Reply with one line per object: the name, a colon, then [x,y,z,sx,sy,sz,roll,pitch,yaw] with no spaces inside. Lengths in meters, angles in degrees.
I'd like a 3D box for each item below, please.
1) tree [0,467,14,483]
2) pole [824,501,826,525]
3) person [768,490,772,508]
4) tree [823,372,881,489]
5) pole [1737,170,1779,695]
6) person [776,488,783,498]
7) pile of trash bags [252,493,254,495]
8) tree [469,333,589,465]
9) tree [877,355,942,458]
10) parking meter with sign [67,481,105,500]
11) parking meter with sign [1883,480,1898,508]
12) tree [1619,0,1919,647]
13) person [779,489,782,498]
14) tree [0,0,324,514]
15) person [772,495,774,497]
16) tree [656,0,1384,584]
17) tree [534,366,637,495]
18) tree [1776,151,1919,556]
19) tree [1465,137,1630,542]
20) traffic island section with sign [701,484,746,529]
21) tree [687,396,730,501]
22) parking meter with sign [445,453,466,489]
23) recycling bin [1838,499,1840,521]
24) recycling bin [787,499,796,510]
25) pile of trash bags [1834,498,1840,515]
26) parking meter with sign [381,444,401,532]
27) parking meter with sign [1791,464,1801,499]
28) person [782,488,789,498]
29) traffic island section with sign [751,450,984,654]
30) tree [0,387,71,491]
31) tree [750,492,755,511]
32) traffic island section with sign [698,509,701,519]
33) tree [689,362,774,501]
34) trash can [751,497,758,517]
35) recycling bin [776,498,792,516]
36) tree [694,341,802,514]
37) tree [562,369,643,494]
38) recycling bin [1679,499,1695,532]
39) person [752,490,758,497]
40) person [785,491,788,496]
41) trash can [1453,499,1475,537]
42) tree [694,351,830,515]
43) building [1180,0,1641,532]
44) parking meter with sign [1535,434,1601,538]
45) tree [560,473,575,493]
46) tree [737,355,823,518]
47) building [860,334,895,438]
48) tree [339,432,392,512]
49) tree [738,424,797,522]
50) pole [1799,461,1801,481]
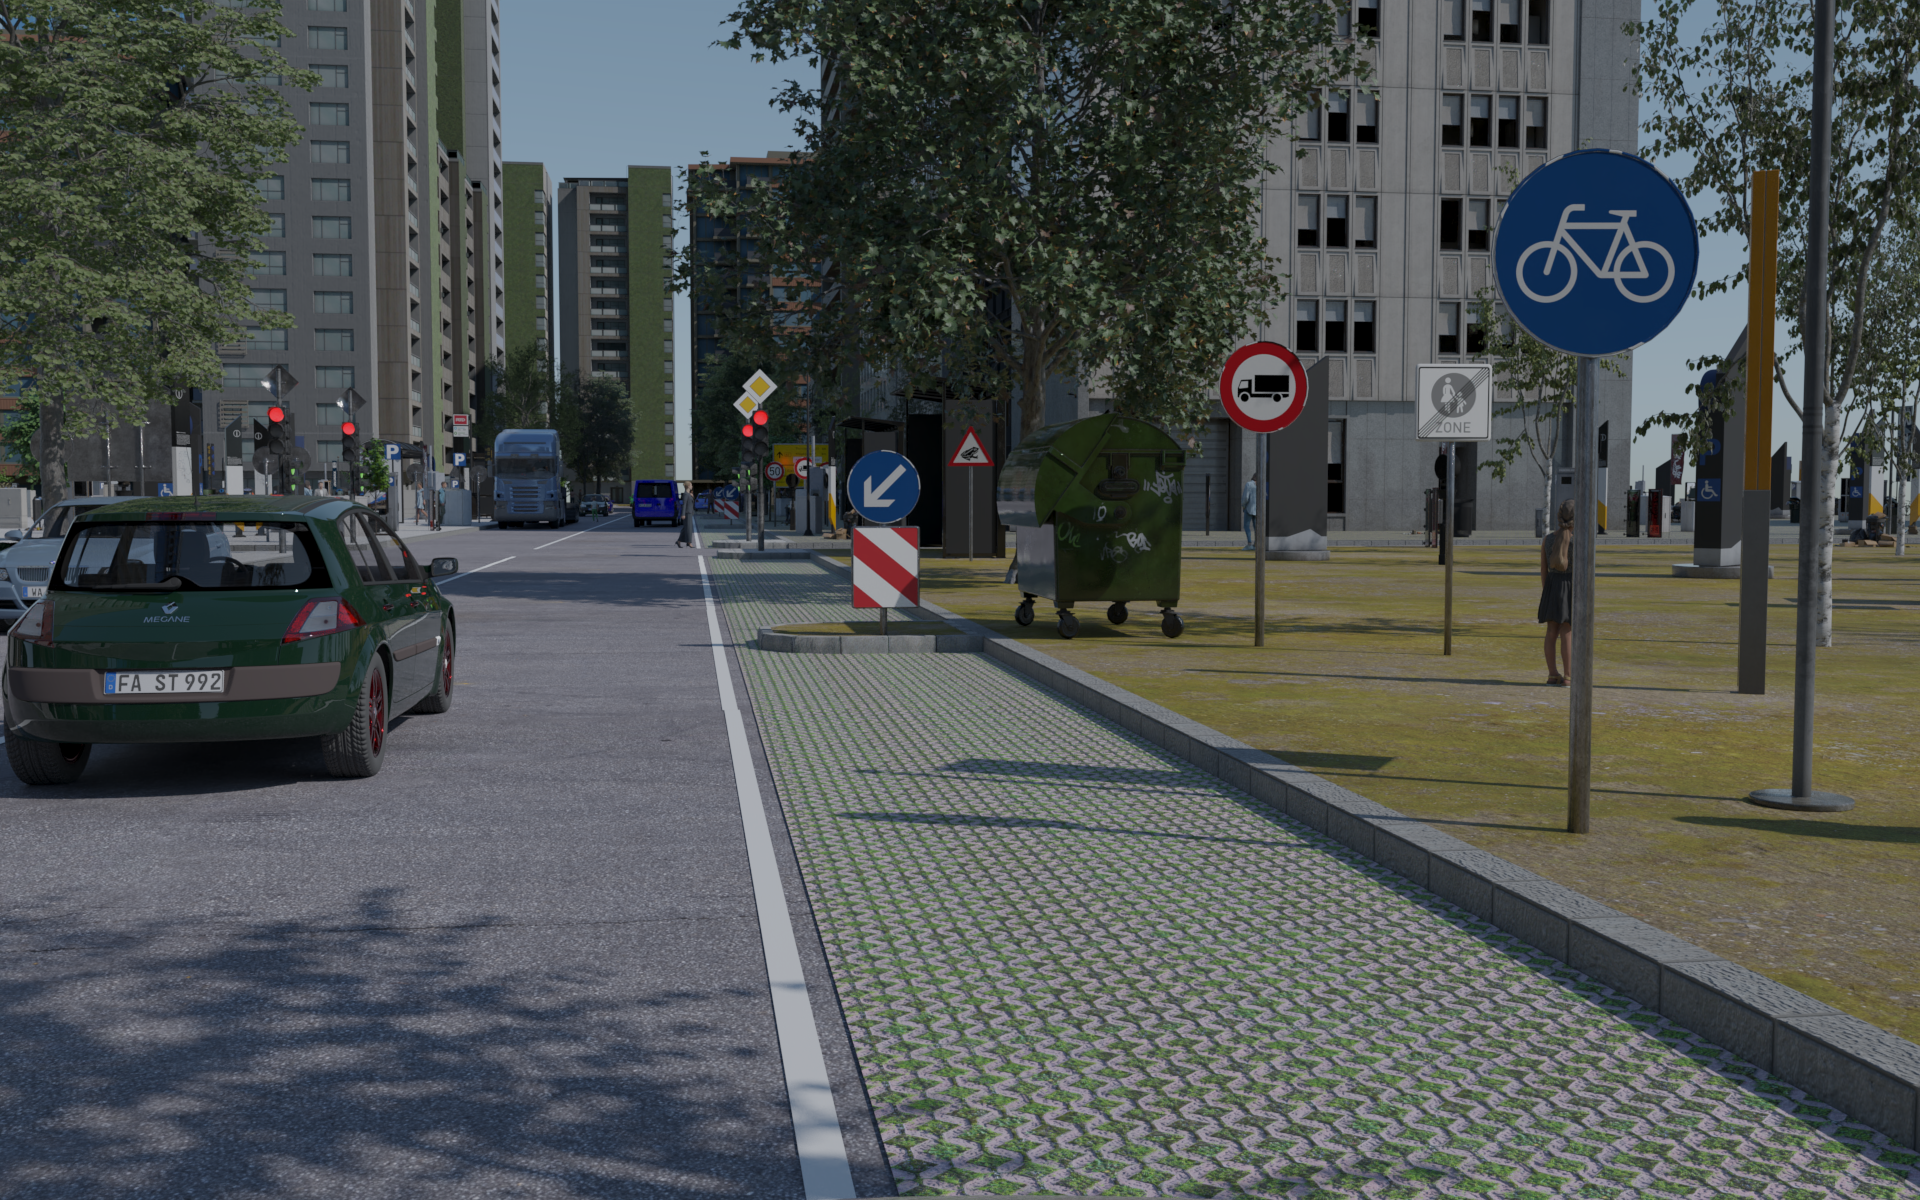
tree: [-56.521,-6.535,101.456,1.663,3.219,1.824,0,3,0]
pole: [-5.700,-4.800,72.330,0.158,3.312,0.155,0,3,0]
person: [-17.731,-9.418,160.742,0.721,1.743,1.217,0,4,1]
tree: [-6.602,-9.087,98.940,4.737,8.622,4.395,0,3,0]
pole: [5.096,-1.053,11.061,0.158,3.312,0.155,0,3,0]
person: [-14.383,-8.029,137.406,0.705,1.812,1.348,2,4,34]
pile of trash bags: [-37.447,-4.966,90.942,1.912,1.369,3.447,-2,4,-30]
tree: [-24.730,-10.117,99.822,8.767,10.594,7.601,3,5,42]
tree: [-1.906,-7.909,79.666,4.360,8.622,3.978,0,3,0]
parking meter with sign: [-28.901,-3.670,56.267,1.738,3.016,0.543,0,4,4]
parking meter with sign: [49.862,-5.972,93.897,1.738,3.016,0.543,2,4,25]
tree: [7.375,-3.926,14.561,4.360,8.622,3.978,0,3,0]
person: [-18.070,-10.254,173.560,0.709,1.838,0.599,2,4,29]
tree: [-13.509,-6.578,25.676,7.486,12.596,7.792,0,3,0]
person: [-20.224,-11.374,191.945,1.348,1.831,0.705,1,4,19]
tree: [1.032,-6.576,24.528,9.611,12.733,9.660,0,3,0]
tree: [-36.178,-15.648,166.209,12.009,13.543,11.850,0,3,0]
tree: [19.553,-5.244,36.102,4.737,8.622,4.395,0,3,0]
tree: [12.594,-5.290,36.862,4.737,8.622,4.395,0,3,0]
traffic island section with sign: [-9.604,-3.862,71.766,1.989,1.847,2.006,-1,4,-9]
tree: [-22.209,-14.592,164.333,9.928,11.665,9.643,0,3,0]
parking meter with sign: [-21.797,-4.782,74.450,0.543,3.016,1.738,-3,4,-36]
recycling bin: [42.867,-4.337,83.456,0.722,1.027,0.722,-2,4,-25]
recycling bin: [-5.596,-3.012,61.794,0.722,1.027,0.722,1,4,20]
pile of trash bags: [52.892,-5.814,104.809,3.447,1.369,1.912,2,4,34]
parking meter with sign: [-19.576,-3.867,59.481,0.543,3.016,1.738,-1,4,-11]
parking meter with sign: [48.846,-6.399,100.884,1.738,3.016,0.543,-1,4,-18]
person: [-14.693,-8.516,145.293,0.705,1.823,1.348,1,4,15]
traffic island section with sign: [-0.906,-0.474,16.375,1.989,1.847,2.006,-1,4,-9]
tree: [-24.773,-3.919,47.782,4.285,4.588,4.351,0,3,0]
tree: [-16.271,-8.583,134.925,1.663,3.219,1.824,0,3,0]
traffic island section with sign: [-13.817,-5.505,98.627,1.989,1.847,2.006,-1,4,-9]
tree: [-19.845,-15.186,154.954,9.857,13.997,8.962,0,3,0]
trash can: [-11.771,-5.349,99.105,0.748,1.137,0.748,0,3,0]
recycling bin: [-10.126,-5.324,99.602,0.722,1.027,0.722,-2,4,-27]
tree: [-13.994,-12.016,114.585,7.486,12.596,7.792,0,3,0]
tree: [-37.355,-16.634,178.613,9.857,13.997,8.962,0,3,0]
recycling bin: [25.128,-2.849,59.131,0.722,1.027,0.722,-1,4,-10]
person: [-16.785,-8.400,144.111,1.217,1.736,0.721,1,4,23]
person: [-15.944,-9.240,157.779,0.621,1.740,0.551,1,4,19]
trash can: [14.874,-2.429,51.369,0.748,1.137,0.748,0,3,0]
tree: [-11.786,-10.437,105.056,8.767,10.594,7.601,0,4,-2]
building: [12.809,-15.082,64.615,19.932,24.808,12.078,-1,4,-9]
parking meter with sign: [17.759,-3.326,50.649,1.738,3.016,0.543,1,4,12]
tree: [-32.304,-8.919,140.419,1.663,3.219,1.824,0,3,0]
tree: [-10.152,-8.692,92.484,4.737,8.622,4.395,0,3,0]
building: [-0.636,-15.915,114.963,10.420,20.320,16.860,-1,4,-9]
tree: [-18.132,-3.624,53.848,1.663,3.219,1.824,0,3,0]
tree: [-8.940,-5.952,81.035,4.285,4.588,4.351,0,3,0]
pole: [51.130,-6.824,105.420,0.158,3.312,0.155,0,3,0]
